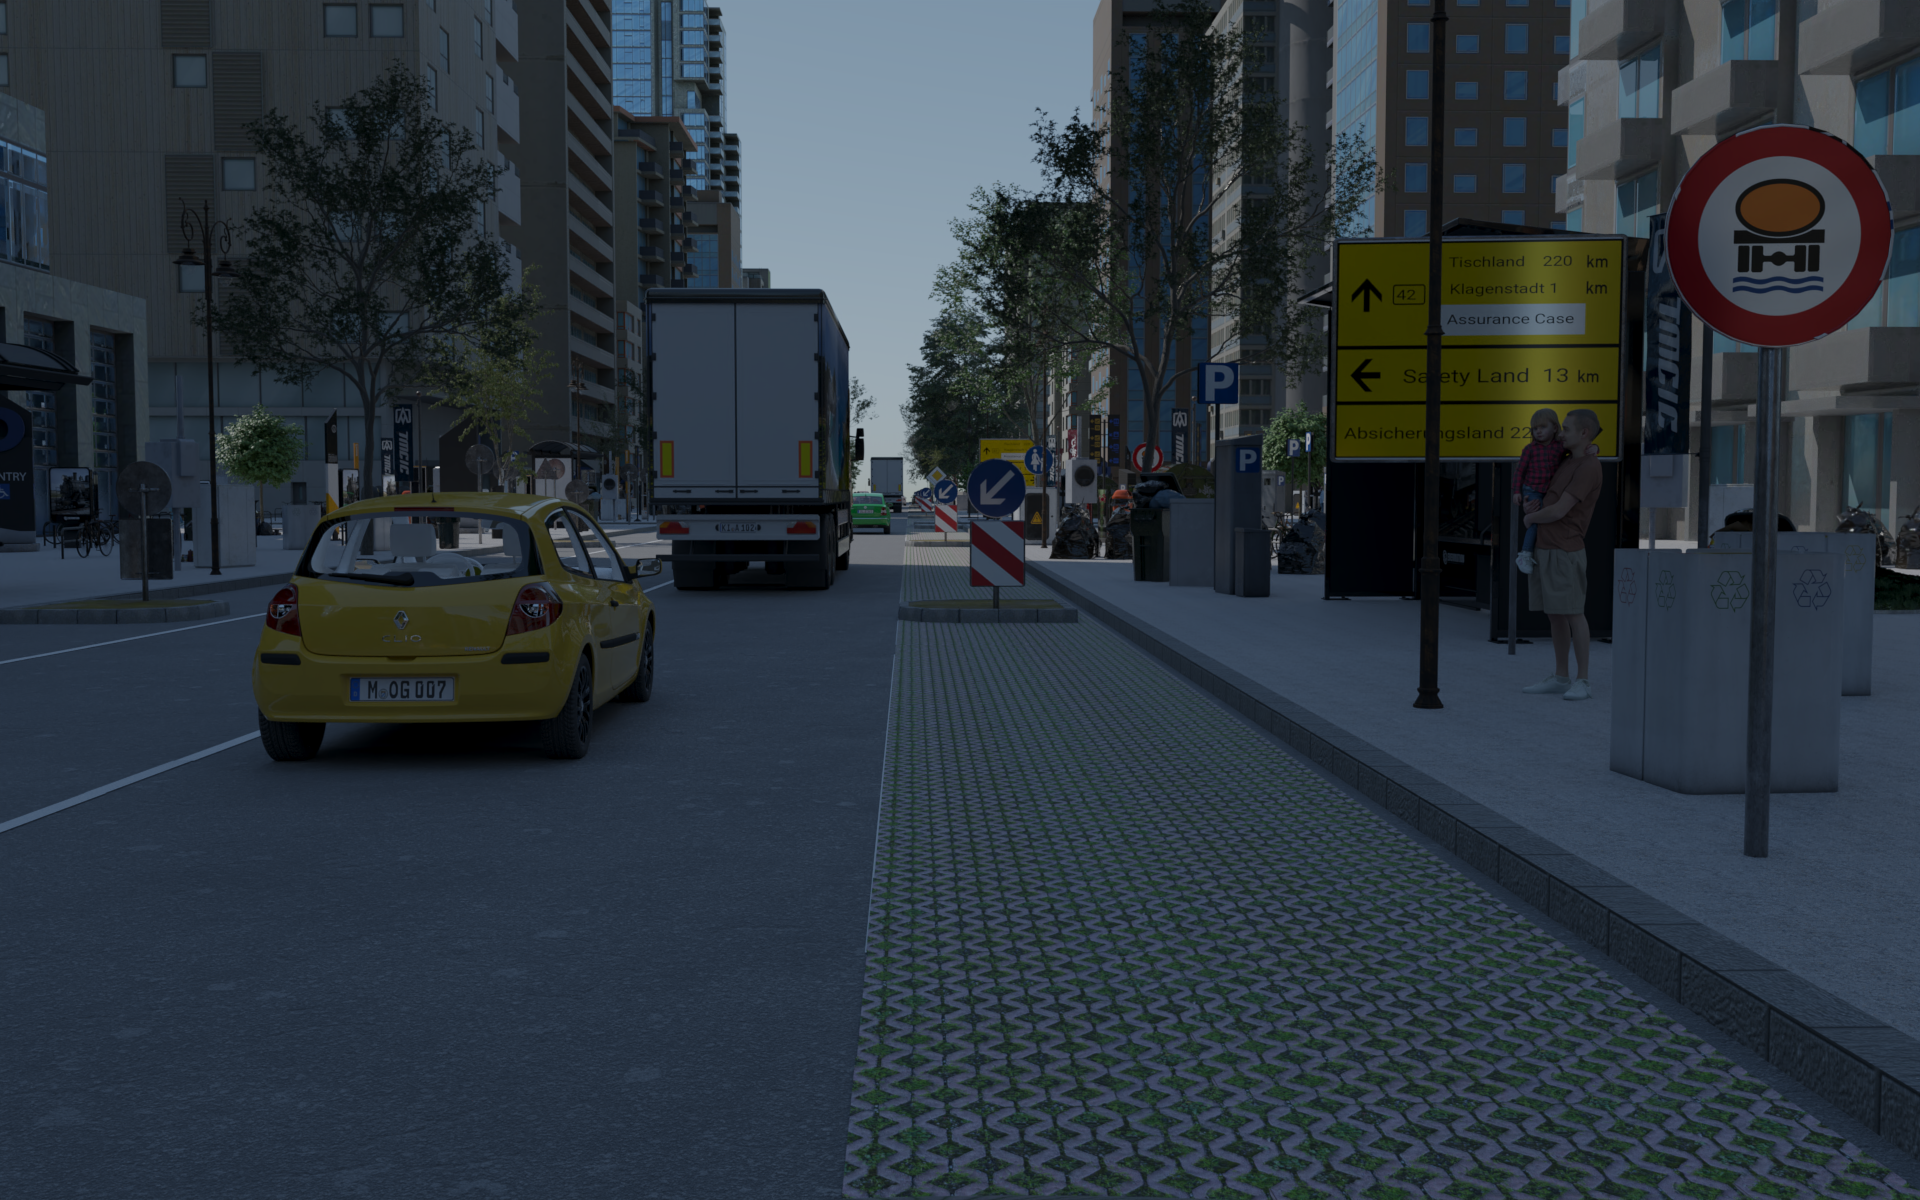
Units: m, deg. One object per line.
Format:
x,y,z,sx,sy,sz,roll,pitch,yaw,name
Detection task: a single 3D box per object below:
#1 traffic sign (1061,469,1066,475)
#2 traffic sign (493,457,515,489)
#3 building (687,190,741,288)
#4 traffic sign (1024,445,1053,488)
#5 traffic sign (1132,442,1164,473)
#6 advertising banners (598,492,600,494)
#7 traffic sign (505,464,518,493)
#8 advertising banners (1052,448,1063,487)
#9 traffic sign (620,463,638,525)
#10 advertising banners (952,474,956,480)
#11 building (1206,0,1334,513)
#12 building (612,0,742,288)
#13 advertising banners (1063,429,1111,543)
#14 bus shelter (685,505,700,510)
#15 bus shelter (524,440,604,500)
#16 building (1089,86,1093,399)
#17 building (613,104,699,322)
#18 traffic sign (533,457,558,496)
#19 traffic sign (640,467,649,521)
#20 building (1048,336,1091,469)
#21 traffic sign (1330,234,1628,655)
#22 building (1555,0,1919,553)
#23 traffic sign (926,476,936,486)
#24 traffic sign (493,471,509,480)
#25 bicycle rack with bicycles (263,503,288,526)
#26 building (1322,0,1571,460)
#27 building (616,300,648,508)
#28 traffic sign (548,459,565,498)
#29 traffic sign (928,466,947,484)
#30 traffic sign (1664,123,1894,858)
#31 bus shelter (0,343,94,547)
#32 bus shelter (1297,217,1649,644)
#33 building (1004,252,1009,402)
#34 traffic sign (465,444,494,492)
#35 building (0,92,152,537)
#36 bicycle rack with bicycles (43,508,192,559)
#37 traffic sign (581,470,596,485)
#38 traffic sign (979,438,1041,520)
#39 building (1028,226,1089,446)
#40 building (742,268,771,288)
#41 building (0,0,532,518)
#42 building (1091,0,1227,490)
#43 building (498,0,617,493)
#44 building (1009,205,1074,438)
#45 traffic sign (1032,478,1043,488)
5.221,-5.326,87.184,0.768,2.556,0.104,0,4,2,traffic sign
-15.815,-3.666,60.042,0.768,2.556,0.104,0,4,5,traffic sign
-40.214,-37.200,258.324,14.600,45.320,14.200,0,4,-2,building
2.059,-2.769,45.386,0.768,2.556,0.104,0,4,3,traffic sign
4.621,-2.602,42.656,0.768,2.556,0.104,0,4,6,traffic sign
-26.710,-8.018,127.280,2.074,3.025,0.090,1,4,21,advertising banners
-17.661,-4.137,67.740,0.768,2.556,0.104,0,4,6,traffic sign
3.049,-4.237,65.458,2.074,3.025,0.090,-2,4,-29,advertising banners
-13.758,-4.395,71.968,0.768,2.556,0.104,0,4,4,traffic sign
-0.027,-9.621,153.490,0.090,3.025,2.074,3,5,40,advertising banners
30.942,-26.282,121.593,32.217,40.220,23.993,0,4,-2,building
-45.569,-59.140,279.605,22.319,86.520,31.000,0,4,-2,building
3.411,-3.052,46.084,0.090,3.025,2.074,-2,4,-28,advertising banners
-16.350,-7.650,102.714,2.179,5.291,8.768,0,4,-2,bus shelter
-15.334,-4.493,67.382,2.014,3.302,5.546,0,4,-1,bus shelter
24.796,-33.830,172.729,23.786,49.044,30.456,0,4,-2,building
-41.639,-33.161,196.811,22.147,44.769,28.867,0,4,-2,building
-14.710,-3.762,61.512,0.884,2.594,0.081,0,4,2,traffic sign
-14.734,-4.987,81.638,0.768,2.556,0.104,0,4,6,traffic sign
25.302,-21.951,203.930,27.650,21.520,28.899,0,4,-2,building
4.090,-1.217,13.764,2.265,3.308,0.079,0,4,6,traffic sign
29.491,-25.875,42.665,23.786,49.044,30.456,0,4,-2,building
-1.157,-4.763,80.072,0.795,2.593,0.064,0,4,-2,traffic sign
-17.160,-3.971,65.031,0.768,2.556,0.104,0,4,3,traffic sign
-28.535,-3.341,68.014,2.852,0.926,2.925,3,5,44,bicycle rack with bicycles
30.002,-27.582,101.079,14.200,45.320,14.600,0,4,-2,building
-43.875,-19.789,168.583,27.650,21.520,28.899,0,4,-2,building
-14.528,-3.791,62.095,0.768,2.556,0.104,0,4,5,traffic sign
-0.926,-4.275,72.090,0.795,2.593,0.064,0,4,-2,traffic sign
2.826,-0.365,6.070,0.768,2.556,0.104,0,4,4,traffic sign
-12.731,-1.650,20.896,2.014,3.302,5.546,0,4,-2,bus shelter
5.003,-1.627,17.890,1.731,3.624,6.357,0,4,-2,bus shelter
18.983,-41.616,304.125,21.300,48.544,21.600,0,4,-2,building
-12.303,-2.707,44.360,0.768,2.556,0.104,0,4,5,traffic sign
-42.088,-44.699,43.503,31.000,86.520,22.319,0,4,-2,building
-16.921,-1.343,35.348,2.852,0.926,2.925,-1,4,-11,bicycle rack with bicycles
-15.586,-4.315,72.680,0.606,2.300,0.079,0,4,2,traffic sign
1.836,-4.254,63.420,2.265,3.308,0.079,0,4,0,traffic sign
17.342,-35.513,264.232,14.154,41.232,14.086,0,4,-2,building
-40.796,-38.001,304.907,14.154,41.232,14.086,0,4,-2,building
-42.566,-31.530,104.757,28.713,52.752,27.495,0,4,-2,building
18.913,-30.461,148.148,14.600,45.320,14.200,0,4,-2,building
-39.896,-31.423,137.462,21.300,48.544,21.600,0,4,-2,building
19.743,-40.269,282.102,21.300,48.544,21.600,0,4,-2,building
2.976,-4.331,70.818,0.884,2.594,0.081,0,4,1,traffic sign
